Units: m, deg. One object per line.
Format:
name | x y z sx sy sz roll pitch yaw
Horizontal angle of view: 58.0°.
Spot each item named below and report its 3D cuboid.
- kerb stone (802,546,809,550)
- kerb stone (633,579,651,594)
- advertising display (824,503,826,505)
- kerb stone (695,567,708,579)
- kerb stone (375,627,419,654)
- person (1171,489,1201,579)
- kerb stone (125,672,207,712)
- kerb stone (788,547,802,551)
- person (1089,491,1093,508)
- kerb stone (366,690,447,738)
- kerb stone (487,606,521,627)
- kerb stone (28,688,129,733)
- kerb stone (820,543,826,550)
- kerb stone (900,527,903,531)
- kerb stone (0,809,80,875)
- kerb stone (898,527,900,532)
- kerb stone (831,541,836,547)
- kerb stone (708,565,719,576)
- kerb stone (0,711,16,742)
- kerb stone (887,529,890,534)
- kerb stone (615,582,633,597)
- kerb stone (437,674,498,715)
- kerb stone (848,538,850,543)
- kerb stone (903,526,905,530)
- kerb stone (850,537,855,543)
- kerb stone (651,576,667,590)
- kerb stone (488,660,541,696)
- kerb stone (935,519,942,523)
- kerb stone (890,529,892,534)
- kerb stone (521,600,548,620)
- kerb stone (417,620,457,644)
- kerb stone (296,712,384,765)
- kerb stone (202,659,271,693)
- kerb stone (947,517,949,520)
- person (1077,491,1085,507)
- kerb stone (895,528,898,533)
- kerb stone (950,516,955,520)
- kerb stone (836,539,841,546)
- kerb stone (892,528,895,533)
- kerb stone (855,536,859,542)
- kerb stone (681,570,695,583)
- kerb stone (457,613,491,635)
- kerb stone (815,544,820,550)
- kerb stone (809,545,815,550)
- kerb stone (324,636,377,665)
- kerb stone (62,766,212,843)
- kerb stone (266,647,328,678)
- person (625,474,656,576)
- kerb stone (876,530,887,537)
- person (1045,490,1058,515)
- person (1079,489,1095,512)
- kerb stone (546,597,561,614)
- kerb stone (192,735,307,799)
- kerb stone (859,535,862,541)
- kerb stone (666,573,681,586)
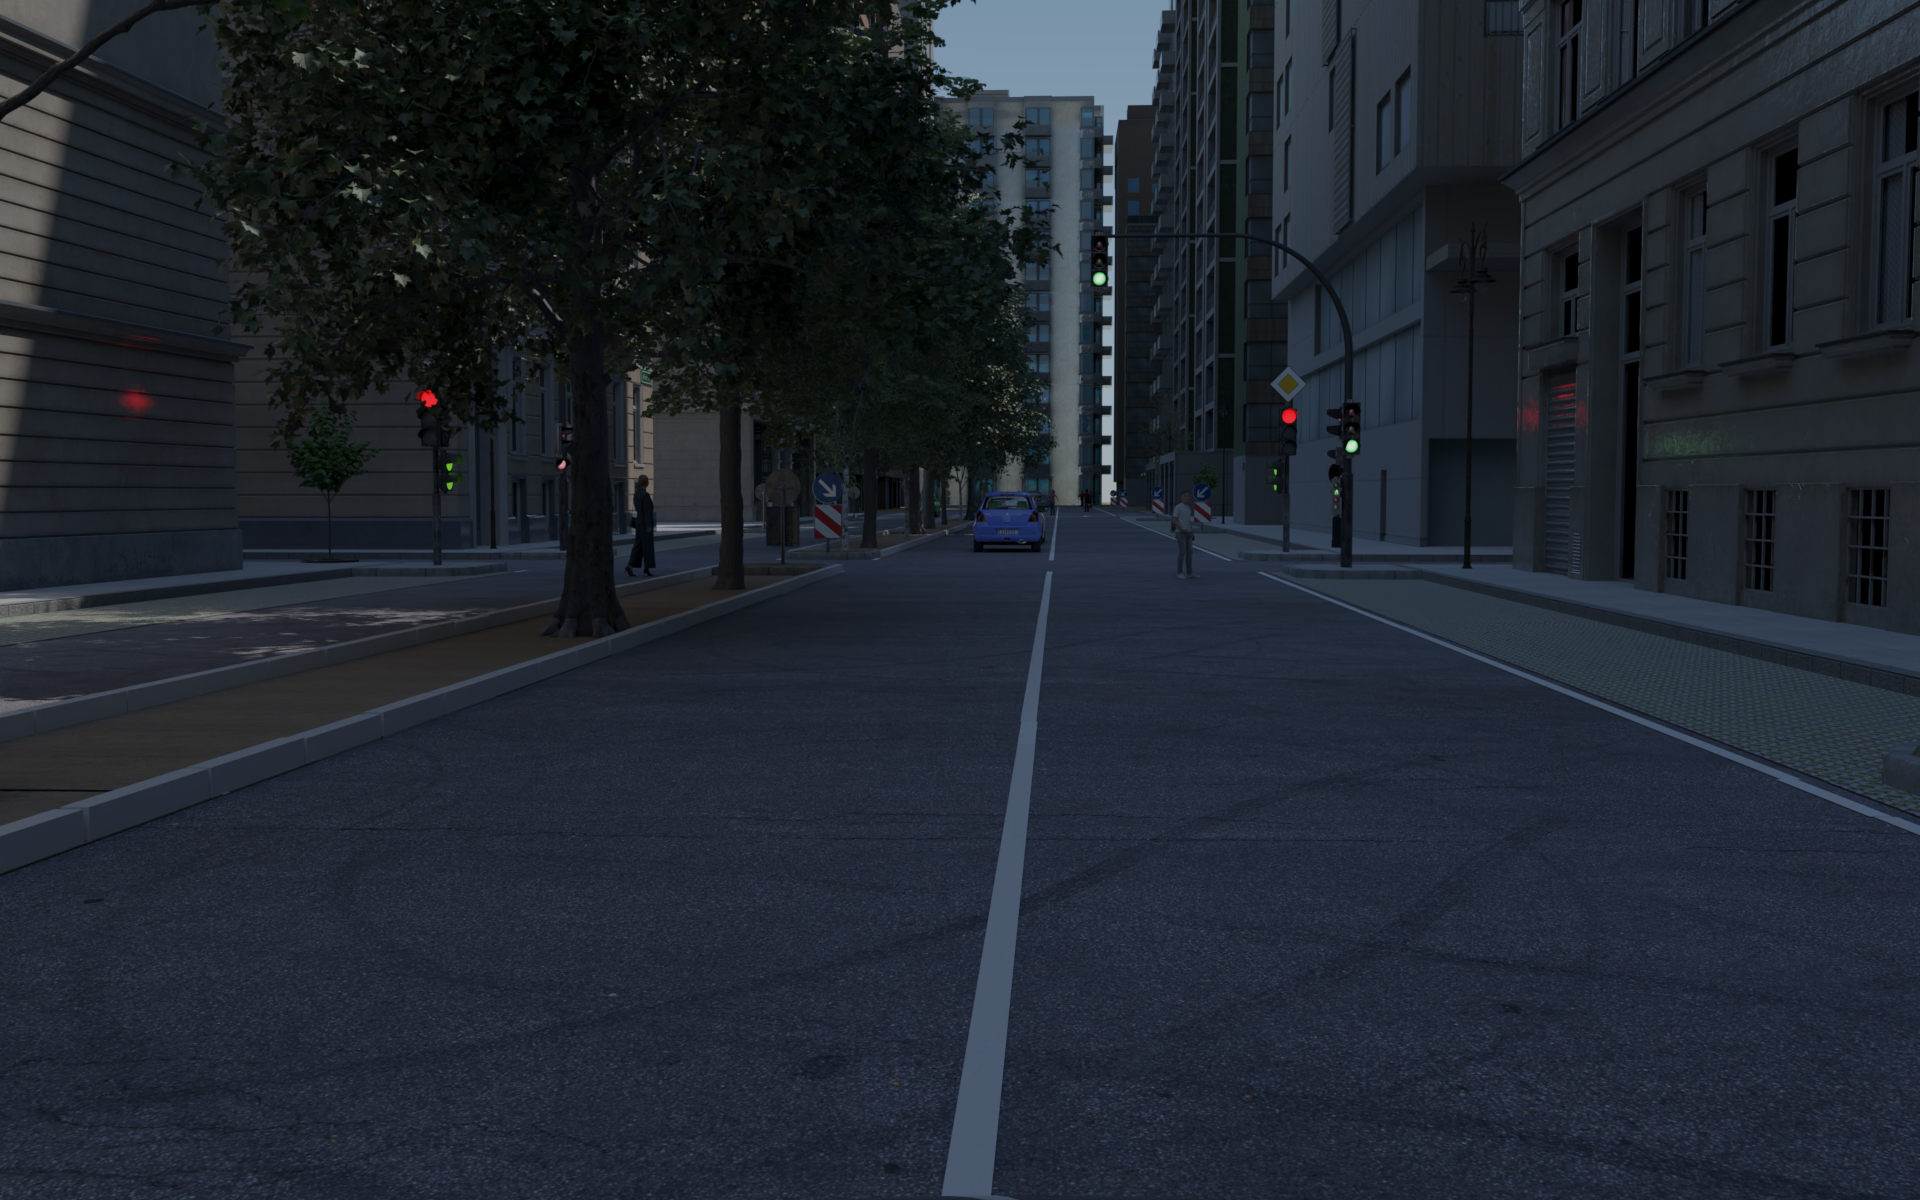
kerb stone | -3.778 -1.147 40.998 0.120 0.150 1.000 0 4 3
kerb stone | -4.692 -0.177 25.092 0.120 0.150 1.000 0 4 3
advertising display | -7.302 -5.453 94.373 0.123 1.923 0.974 -1 4 -11
kerb stone | -4.457 -0.427 29.183 0.120 0.150 1.000 0 4 3
kerb stone | -5.230 0.387 15.889 0.120 0.150 1.000 0 4 3
person | 3.810 -1.112 29.278 0.523 1.515 0.503 1 4 13
kerb stone | -5.460 0.635 11.808 0.120 0.150 1.000 0 4 3
kerb stone | -3.838 -1.087 39.974 0.120 0.150 1.000 0 4 3
person | 12.952 -10.016 172.970 0.721 1.735 1.217 3 5 41
kerb stone | -3.418 0.704 10.682 0.120 0.150 1.000 0 4 3
kerb stone | -5.049 0.198 18.962 0.120 0.150 1.000 0 4 3
kerb stone | -5.517 0.698 10.787 0.120 0.150 1.000 0 4 3
kerb stone | -3.602 -1.338 44.073 0.120 0.150 1.000 0 4 3
kerb stone | -2.363 -2.652 65.555 0.120 0.150 1.000 0 4 3
kerb stone | -3.665 0.959 6.572 0.120 0.150 1.000 0 4 3
kerb stone | -2.420 -2.590 64.534 0.120 0.150 1.000 0 4 3
kerb stone | -3.485 -1.464 46.126 0.120 0.150 1.000 0 4 3
kerb stone | -4.399 -0.490 30.203 0.120 0.150 1.000 0 4 3
kerb stone | -5.573 0.760 9.762 0.120 0.150 1.000 0 4 3
kerb stone | -2.655 -2.336 60.442 0.120 0.150 1.000 0 4 3
kerb stone | -4.762 -0.115 24.072 0.120 0.150 1.000 0 4 3
kerb stone | -3.359 0.643 11.702 0.120 0.150 1.000 0 4 3
kerb stone | -3.310 -1.650 49.188 0.120 0.150 1.000 0 4 3
kerb stone | -2.308 -2.711 66.582 0.120 0.150 1.000 0 4 3
kerb stone | -3.250 -1.713 50.209 0.120 0.150 1.000 0 4 3
kerb stone | -4.637 -0.240 26.116 0.120 0.150 1.000 0 4 3
kerb stone | -3.306 0.582 12.733 0.120 0.150 1.000 0 4 3
kerb stone | -1.068 -4.031 88.104 0.120 0.150 1.000 0 4 3
kerb stone | -2.600 -2.399 61.463 0.120 0.150 1.000 0 4 3
kerb stone | -4.991 0.137 19.982 0.120 0.150 1.000 0 4 3
kerb stone | -5.169 0.323 16.916 0.120 0.150 1.000 0 4 3
kerb stone | -3.481 0.774 9.651 0.120 0.150 1.000 0 4 3
kerb stone | -5.412 0.575 12.829 0.120 0.150 1.000 0 4 3
kerb stone | -0.824 -4.280 92.194 0.120 0.150 1.000 0 4 3
person | 13.584 -11.296 193.215 0.705 1.821 1.348 -2 4 -32
kerb stone | -2.488 -2.521 63.510 0.120 0.150 1.000 0 4 3
kerb stone | -0.534 -4.590 97.306 0.120 0.150 1.000 0 4 3
kerb stone | -3.430 -1.524 47.147 0.120 0.150 1.000 0 4 3
kerb stone | -2.545 -2.464 62.487 0.120 0.150 1.000 0 4 3
kerb stone | -3.186 -1.775 51.237 0.120 0.150 1.000 0 4 3
kerb stone | -4.517 -0.365 28.157 0.120 0.150 1.000 0 4 3
kerb stone | -5.105 0.273 17.942 0.120 0.150 1.000 0 4 3
kerb stone | -3.660 -1.273 43.048 0.120 0.150 1.000 0 4 3
kerb stone | -3.719 -1.213 42.023 0.120 0.150 1.000 0 4 3
kerb stone | -5.283 0.450 14.869 0.120 0.150 1.000 0 4 3
kerb stone | -3.603 0.894 7.607 0.120 0.150 1.000 0 4 3
kerb stone | -5.348 0.514 13.849 0.120 0.150 1.000 0 4 3
person | -5.531 -1.299 30.156 0.576 1.772 0.534 2 4 28
kerb stone | -2.713 -2.277 59.421 0.120 0.150 1.000 0 4 3
person | 6.202 -6.588 116.935 1.217 1.743 0.721 3 5 45
person | 10.109 -7.919 137.935 1.348 1.831 0.705 2 4 26
kerb stone | -4.931 0.072 21.011 0.120 0.150 1.000 0 4 3
kerb stone | -3.542 0.830 8.627 0.120 0.150 1.000 0 4 3
kerb stone | -3.126 -1.839 52.258 0.120 0.150 1.000 0 4 3
kerb stone | -4.577 -0.302 27.136 0.120 0.150 1.000 0 4 3
